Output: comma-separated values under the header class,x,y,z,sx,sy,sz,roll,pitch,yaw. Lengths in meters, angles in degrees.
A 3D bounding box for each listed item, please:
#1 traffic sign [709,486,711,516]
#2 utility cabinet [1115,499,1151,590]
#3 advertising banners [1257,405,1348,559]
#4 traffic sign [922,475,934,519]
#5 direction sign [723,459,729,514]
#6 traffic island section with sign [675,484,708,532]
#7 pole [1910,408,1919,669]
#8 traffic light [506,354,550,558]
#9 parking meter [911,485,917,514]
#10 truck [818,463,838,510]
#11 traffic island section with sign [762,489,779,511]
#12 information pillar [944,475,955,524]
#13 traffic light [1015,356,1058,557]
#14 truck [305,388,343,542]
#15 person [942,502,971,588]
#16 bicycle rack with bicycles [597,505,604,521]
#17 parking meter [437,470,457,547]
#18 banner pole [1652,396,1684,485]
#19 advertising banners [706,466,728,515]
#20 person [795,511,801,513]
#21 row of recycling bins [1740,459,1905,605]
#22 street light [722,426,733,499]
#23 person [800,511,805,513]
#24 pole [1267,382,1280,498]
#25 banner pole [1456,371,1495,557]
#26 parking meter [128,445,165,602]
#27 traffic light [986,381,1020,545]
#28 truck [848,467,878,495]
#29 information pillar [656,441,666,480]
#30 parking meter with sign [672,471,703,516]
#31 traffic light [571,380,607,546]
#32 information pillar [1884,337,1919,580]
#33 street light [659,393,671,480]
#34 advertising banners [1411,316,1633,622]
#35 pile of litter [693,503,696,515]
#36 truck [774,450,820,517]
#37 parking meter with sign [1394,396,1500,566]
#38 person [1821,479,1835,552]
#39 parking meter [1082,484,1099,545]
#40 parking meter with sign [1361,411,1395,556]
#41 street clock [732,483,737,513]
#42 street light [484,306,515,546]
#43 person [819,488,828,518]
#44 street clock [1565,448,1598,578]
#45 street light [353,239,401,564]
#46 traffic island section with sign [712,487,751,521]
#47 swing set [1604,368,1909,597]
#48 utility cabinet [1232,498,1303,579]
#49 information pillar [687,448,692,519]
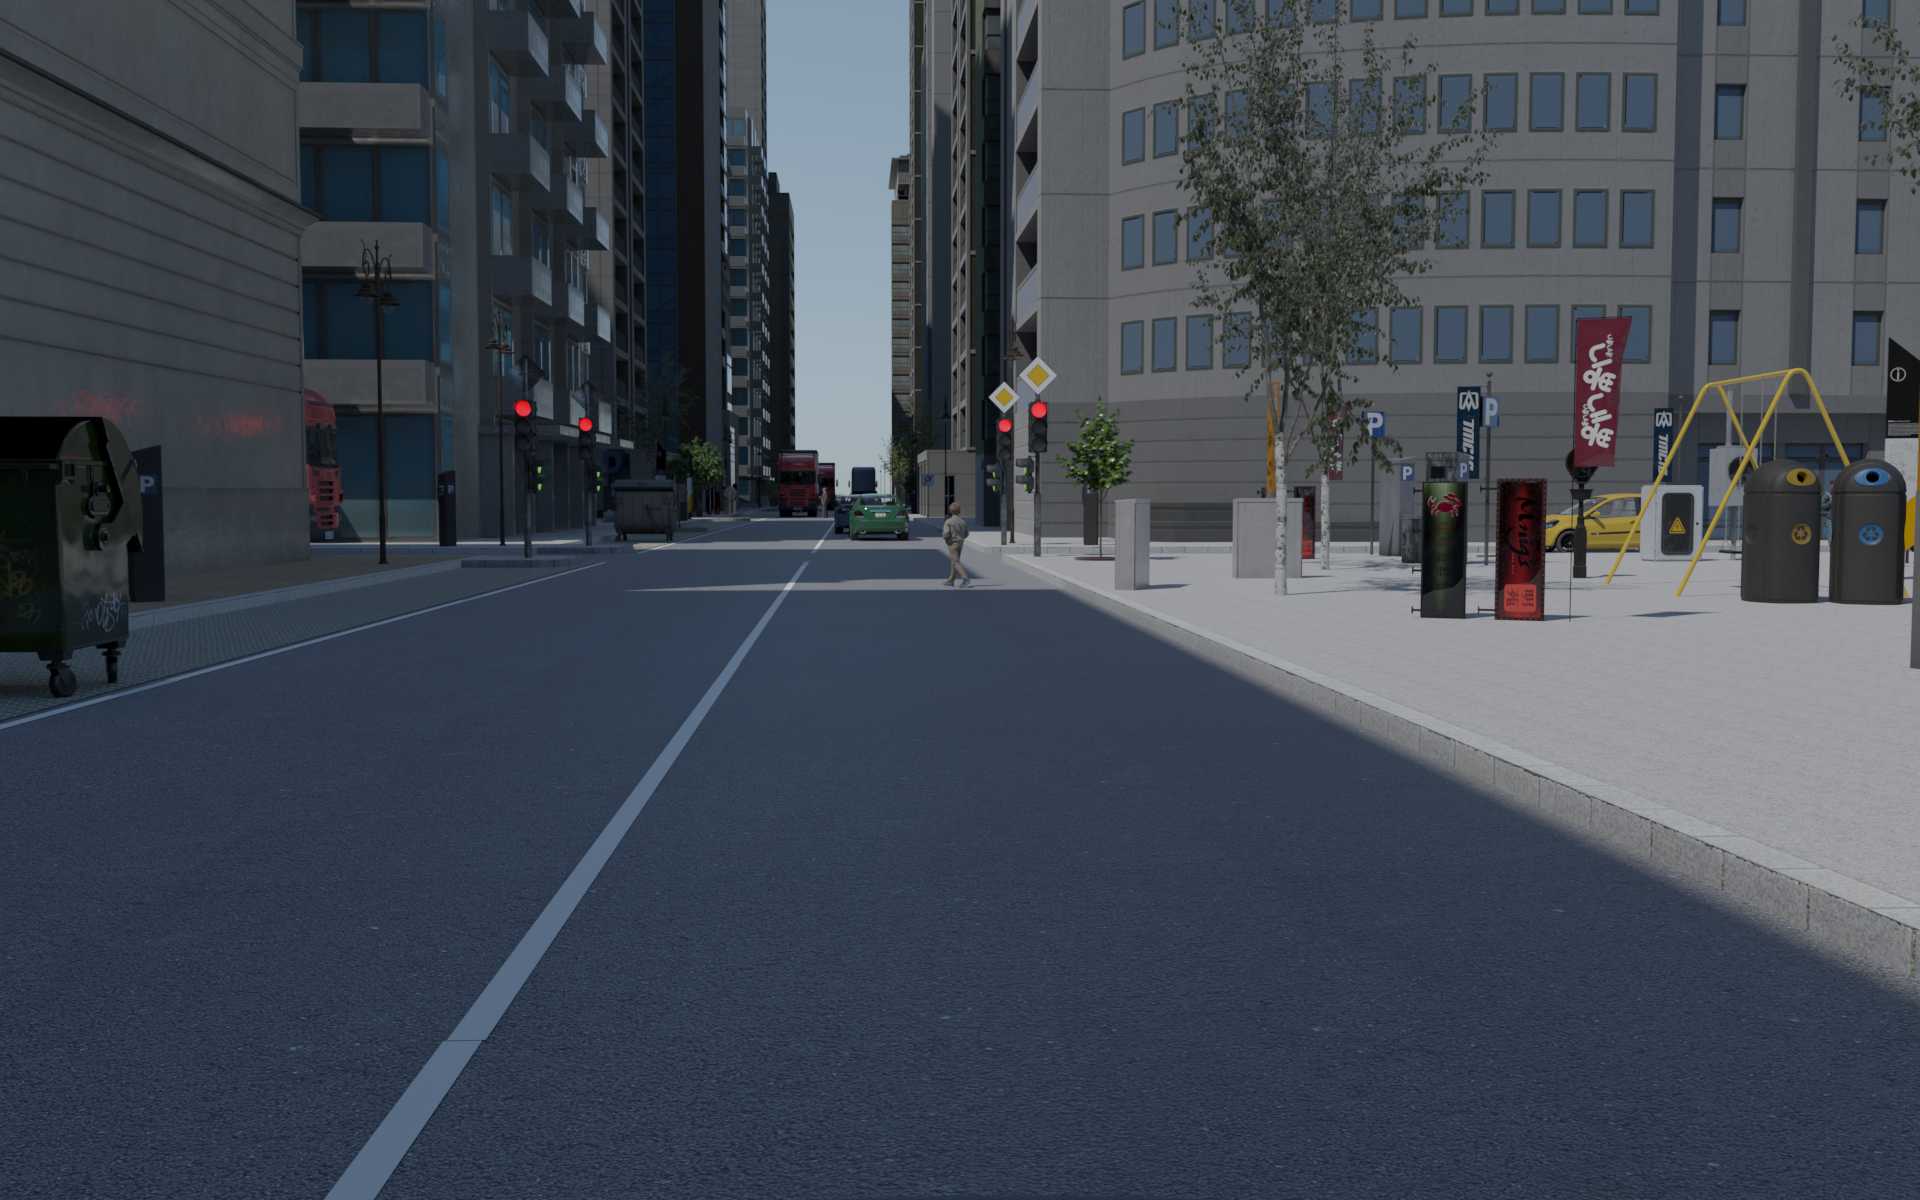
class,x,y,z,sx,sy,sz,roll,pitch,yaw
traffic sign,-14.287,-6.045,98.941,0.768,2.556,0.104,0,4,4
utility cabinet,2.340,-0.757,23.533,0.306,1.237,1.020,1,4,17
advertising banners,6.740,-2.311,33.965,2.074,3.025,0.090,-1,4,-22
traffic sign,-1.640,-5.305,88.868,0.606,2.300,0.079,0,3,0
direction sign,-15.124,-7.330,111.845,0.379,3.537,0.876,-1,4,-15
traffic island section with sign,-10.575,-3.473,65.418,1.989,1.847,2.006,0,4,-3
pole,7.093,-1.147,12.603,0.158,3.312,0.155,0,3,0
traffic light,-8.675,-2.802,34.741,0.839,4.253,0.868,0,4,-3
parking meter,-2.933,-6.500,111.990,0.399,1.863,0.255,0,4,7
truck,-12.524,-10.234,156.244,2.839,4.237,11.283,0,4,-5
traffic island section with sign,-15.255,-8.202,142.722,1.989,1.847,2.006,0,4,-3
information pillar,-0.408,-3.875,67.854,0.304,2.012,0.304,-2,4,-31
traffic light,1.566,-2.841,35.375,0.839,4.253,0.868,0,4,-3
truck,-18.748,-2.981,37.648,11.283,4.237,2.839,0,4,-2
person,-0.077,-0.846,26.605,0.640,1.303,0.475,3,5,41
bicycle rack with bicycles,-18.038,-4.300,83.685,2.925,0.926,2.852,3,5,45
parking meter,-12.548,-2.242,42.360,0.255,1.863,0.399,2,4,30
banner pole,18.115,-3.315,44.222,0.863,3.779,0.401,1,4,21
advertising banners,-15.214,-6.864,108.407,0.090,3.025,2.074,2,4,33
person,-12.359,-7.551,132.049,1.350,1.814,0.705,-3,5,-45
row of recycling bins,11.008,-0.795,20.104,3.534,1.692,1.069,2,4,24
street light,-15.503,-8.688,114.838,0.468,5.910,1.993,0,4,-3
person,-12.290,-7.705,134.469,1.348,1.826,0.705,-2,4,-31
pole,5.698,-2.306,31.546,0.158,3.312,0.155,0,3,0
banner pole,10.541,-2.774,35.377,0.863,3.779,0.401,1,4,13
parking meter,-9.717,-0.911,20.612,0.399,1.863,0.255,-3,5,-40
traffic light,1.084,-3.329,43.345,0.839,4.253,0.868,0,4,-3
truck,-9.046,-10.756,165.623,2.967,4.110,18.799,0,4,-5
information pillar,-13.292,-5.230,76.863,0.183,3.616,0.504,3,5,42
parking meter with sign,-15.716,-6.333,99.799,1.738,3.016,0.543,0,4,-8
traffic light,-9.158,-3.290,42.711,0.839,4.253,0.868,0,4,-3
information pillar,14.036,-2.108,25.823,0.504,3.616,0.183,1,4,22
street light,-13.402,-6.491,78.917,0.468,5.910,1.993,0,4,-3
advertising banners,5.644,-1.302,17.484,2.074,3.025,0.090,2,4,24
pile of litter,-16.098,-5.515,104.136,1.719,0.858,1.176,-1,4,-12
truck,-10.416,-7.532,112.055,2.839,4.237,11.283,0,4,-4
parking meter with sign,8.888,-2.161,31.586,0.543,3.016,1.738,-3,5,-42
person,20.408,-1.933,40.447,0.623,1.781,0.721,-1,4,-21
parking meter,3.265,-2.305,43.394,0.399,1.863,0.255,1,4,11
parking meter with sign,9.011,-2.415,35.743,0.543,3.016,1.738,-1,4,-22
street clock,-15.278,-6.909,117.527,0.358,2.002,0.471,-1,4,-20
street light,-11.355,-4.284,42.823,0.468,5.910,1.993,0,4,-3
person,-8.112,-5.756,102.793,0.590,1.801,0.661,0,4,-8
street clock,9.458,-1.334,26.381,0.471,2.002,0.358,1,4,14
street light,-10.605,-3.601,31.667,0.468,5.910,1.993,0,4,-3
traffic island section with sign,-12.227,-5.137,92.612,1.989,1.847,2.006,0,4,-3
swing set,10.491,-1.559,23.111,2.862,2.851,3.119,0,4,3
utility cabinet,4.689,-0.933,26.422,1.020,1.237,0.306,0,4,-6
information pillar,-13.731,-5.906,87.923,0.183,3.616,0.504,-2,4,-30
